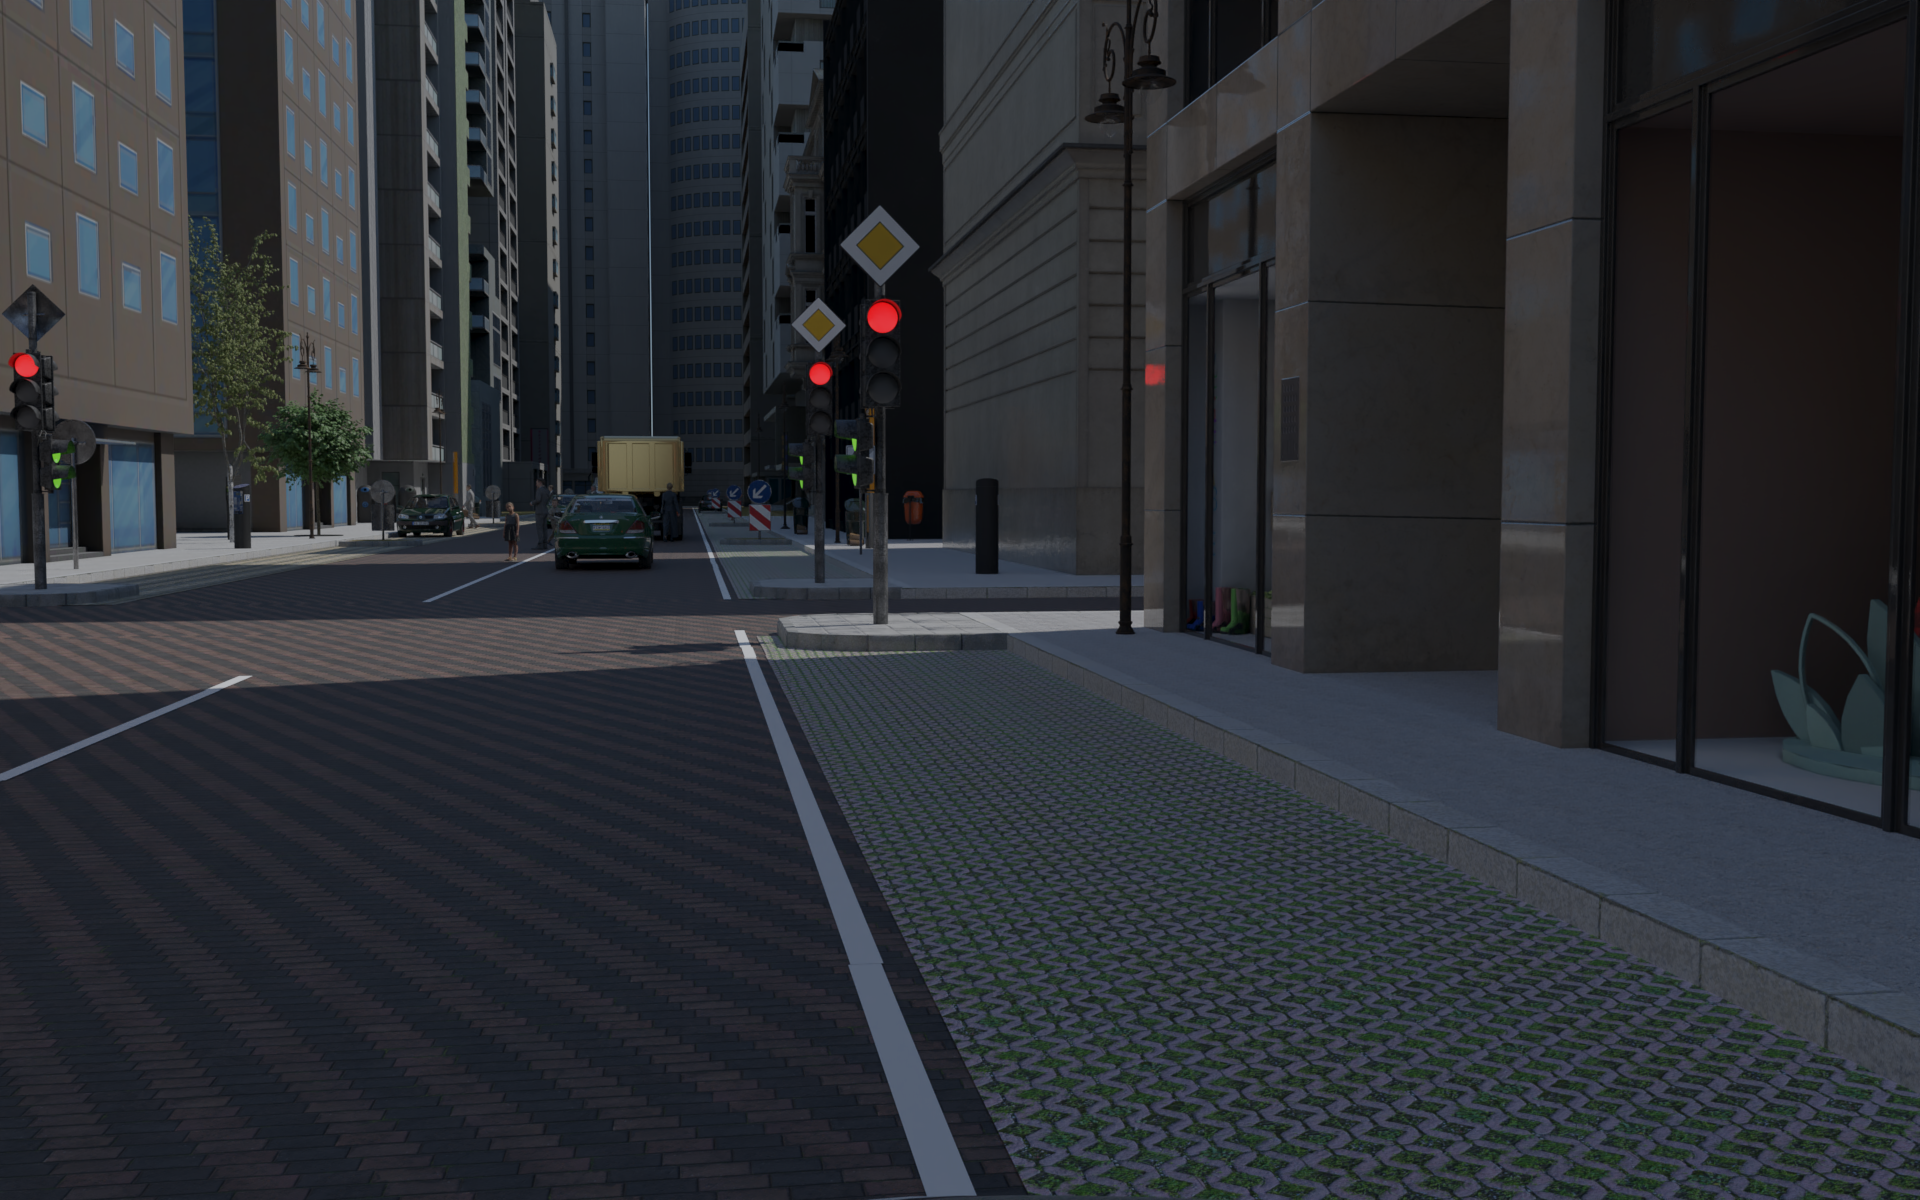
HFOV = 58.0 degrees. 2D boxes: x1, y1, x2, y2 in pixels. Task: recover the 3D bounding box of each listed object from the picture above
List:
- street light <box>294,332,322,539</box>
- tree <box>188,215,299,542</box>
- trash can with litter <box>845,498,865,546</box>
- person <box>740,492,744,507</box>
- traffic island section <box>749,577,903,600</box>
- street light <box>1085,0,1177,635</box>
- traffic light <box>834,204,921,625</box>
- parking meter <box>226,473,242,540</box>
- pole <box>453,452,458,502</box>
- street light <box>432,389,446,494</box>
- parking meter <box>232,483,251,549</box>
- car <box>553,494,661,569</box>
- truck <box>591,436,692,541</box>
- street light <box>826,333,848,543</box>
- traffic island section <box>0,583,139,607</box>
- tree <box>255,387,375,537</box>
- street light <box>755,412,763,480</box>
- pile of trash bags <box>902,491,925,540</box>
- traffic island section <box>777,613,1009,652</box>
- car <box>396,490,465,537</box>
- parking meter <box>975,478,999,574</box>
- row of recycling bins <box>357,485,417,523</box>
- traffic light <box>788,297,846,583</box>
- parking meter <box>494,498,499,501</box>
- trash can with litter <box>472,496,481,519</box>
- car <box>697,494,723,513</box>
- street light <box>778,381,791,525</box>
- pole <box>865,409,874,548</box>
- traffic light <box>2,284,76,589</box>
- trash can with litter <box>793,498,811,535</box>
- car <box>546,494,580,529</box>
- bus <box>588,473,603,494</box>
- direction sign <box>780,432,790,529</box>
[{"bbox_3d":[-18.622,-4.697,49.591,0.468,5.910,1.993,-1,4,-9],"label":"street light"},{"bbox_3d":[-19.315,-5.815,45.440,4.737,8.622,4.395,0,3,0],"label":"tree"},{"bbox_3d":[-2.539,-1.942,43.144,0.624,1.170,1.055,-1,4,-9],"label":"trash can with litter"},{"bbox_3d":[-22.195,-10.364,178.675,1.217,1.735,0.721,1,4,20],"label":"person"},{"bbox_3d":[-2.001,-0.166,24.990,2.009,0.180,2.903,-1,4,-9],"label":"traffic island section"},{"bbox_3d":[1.516,-2.625,15.703,0.468,5.910,1.993,-1,4,-9],"label":"street light"},{"bbox_3d":[-0.802,-1.716,16.981,0.839,4.253,0.868,-1,4,-9],"label":"traffic light"},{"bbox_3d":[-20.389,-2.626,48.649,0.255,1.863,0.399,1,4,19],"label":"parking meter"},{"bbox_3d":[-24.387,-5.499,83.749,0.158,3.312,0.155,0,3,0],"label":"pole"},{"bbox_3d":[-22.786,-6.309,75.946,0.468,5.910,1.993,-1,4,-9],"label":"street light"},{"bbox_3d":[-16.888,-1.977,40.737,0.372,1.533,0.369,0,3,0],"label":"parking meter"},{"bbox_3d":[-7.041,-1.387,34.471,2.131,1.459,4.920,-1,4,-9],"label":"car"},{"bbox_3d":[-10.434,-3.722,56.781,3.469,3.379,9.791,-1,4,-10],"label":"truck"},{"bbox_3d":[-3.207,-4.430,45.216,0.468,5.910,1.993,-1,4,-9],"label":"street light"},{"bbox_3d":[-12.416,-0.066,23.363,2.009,0.180,2.903,-1,4,-9],"label":"traffic island section"},{"bbox_3d":[-19.705,-4.236,52.968,4.285,4.588,4.351,0,3,0],"label":"tree"},{"bbox_3d":[-11.362,-7.655,97.940,0.468,5.910,1.993,-1,4,-9],"label":"street light"},{"bbox_3d":[0.022,-2.316,47.623,3.447,1.369,1.912,1,4,20],"label":"pile of trash bags"},{"bbox_3d":[-0.761,0.317,17.101,2.009,0.180,2.903,-1,4,-9],"label":"traffic island section"},{"bbox_3d":[-17.823,-2.972,58.383,2.009,1.686,4.222,0,4,-7],"label":"car"},{"bbox_3d":[0.434,-1.188,27.835,0.372,1.533,0.369,0,3,0],"label":"parking meter"},{"bbox_3d":[-26.018,-4.281,77.108,3.534,1.692,1.069,-1,4,-13],"label":"row of recycling bins"},{"bbox_3d":[-2.043,-2.199,24.870,0.839,4.253,0.868,-1,4,-9],"label":"traffic light"},{"bbox_3d":[-25.027,-5.189,93.247,0.372,1.533,0.369,0,3,0],"label":"parking meter"},{"bbox_3d":[-24.523,-4.673,87.797,0.624,1.170,1.055,-1,4,-23],"label":"trash can with litter"},{"bbox_3d":[-18.871,-7.401,130.800,2.009,1.686,4.222,-1,4,-10],"label":"car"},{"bbox_3d":[-7.176,-5.998,70.848,0.468,5.910,1.993,-1,4,-9],"label":"street light"},{"bbox_3d":[-2.127,-2.873,40.824,0.158,3.312,0.155,0,3,0],"label":"pole"},{"bbox_3d":[-12.375,-2.099,23.235,0.839,4.253,0.868,-1,4,-9],"label":"traffic light"},{"bbox_3d":[-4.998,-2.677,55.164,0.624,1.170,1.055,-1,4,-11],"label":"trash can with litter"},{"bbox_3d":[-16.585,-3.753,73.159,2.131,1.459,4.920,-1,4,-10],"label":"car"},{"bbox_3d":[-26.266,-8.541,131.195,2.896,3.916,12.252,0,4,-8],"label":"bus"},{"bbox_3d":[-6.417,-4.373,63.504,0.379,3.537,0.876,-1,4,-20],"label":"direction sign"}]
